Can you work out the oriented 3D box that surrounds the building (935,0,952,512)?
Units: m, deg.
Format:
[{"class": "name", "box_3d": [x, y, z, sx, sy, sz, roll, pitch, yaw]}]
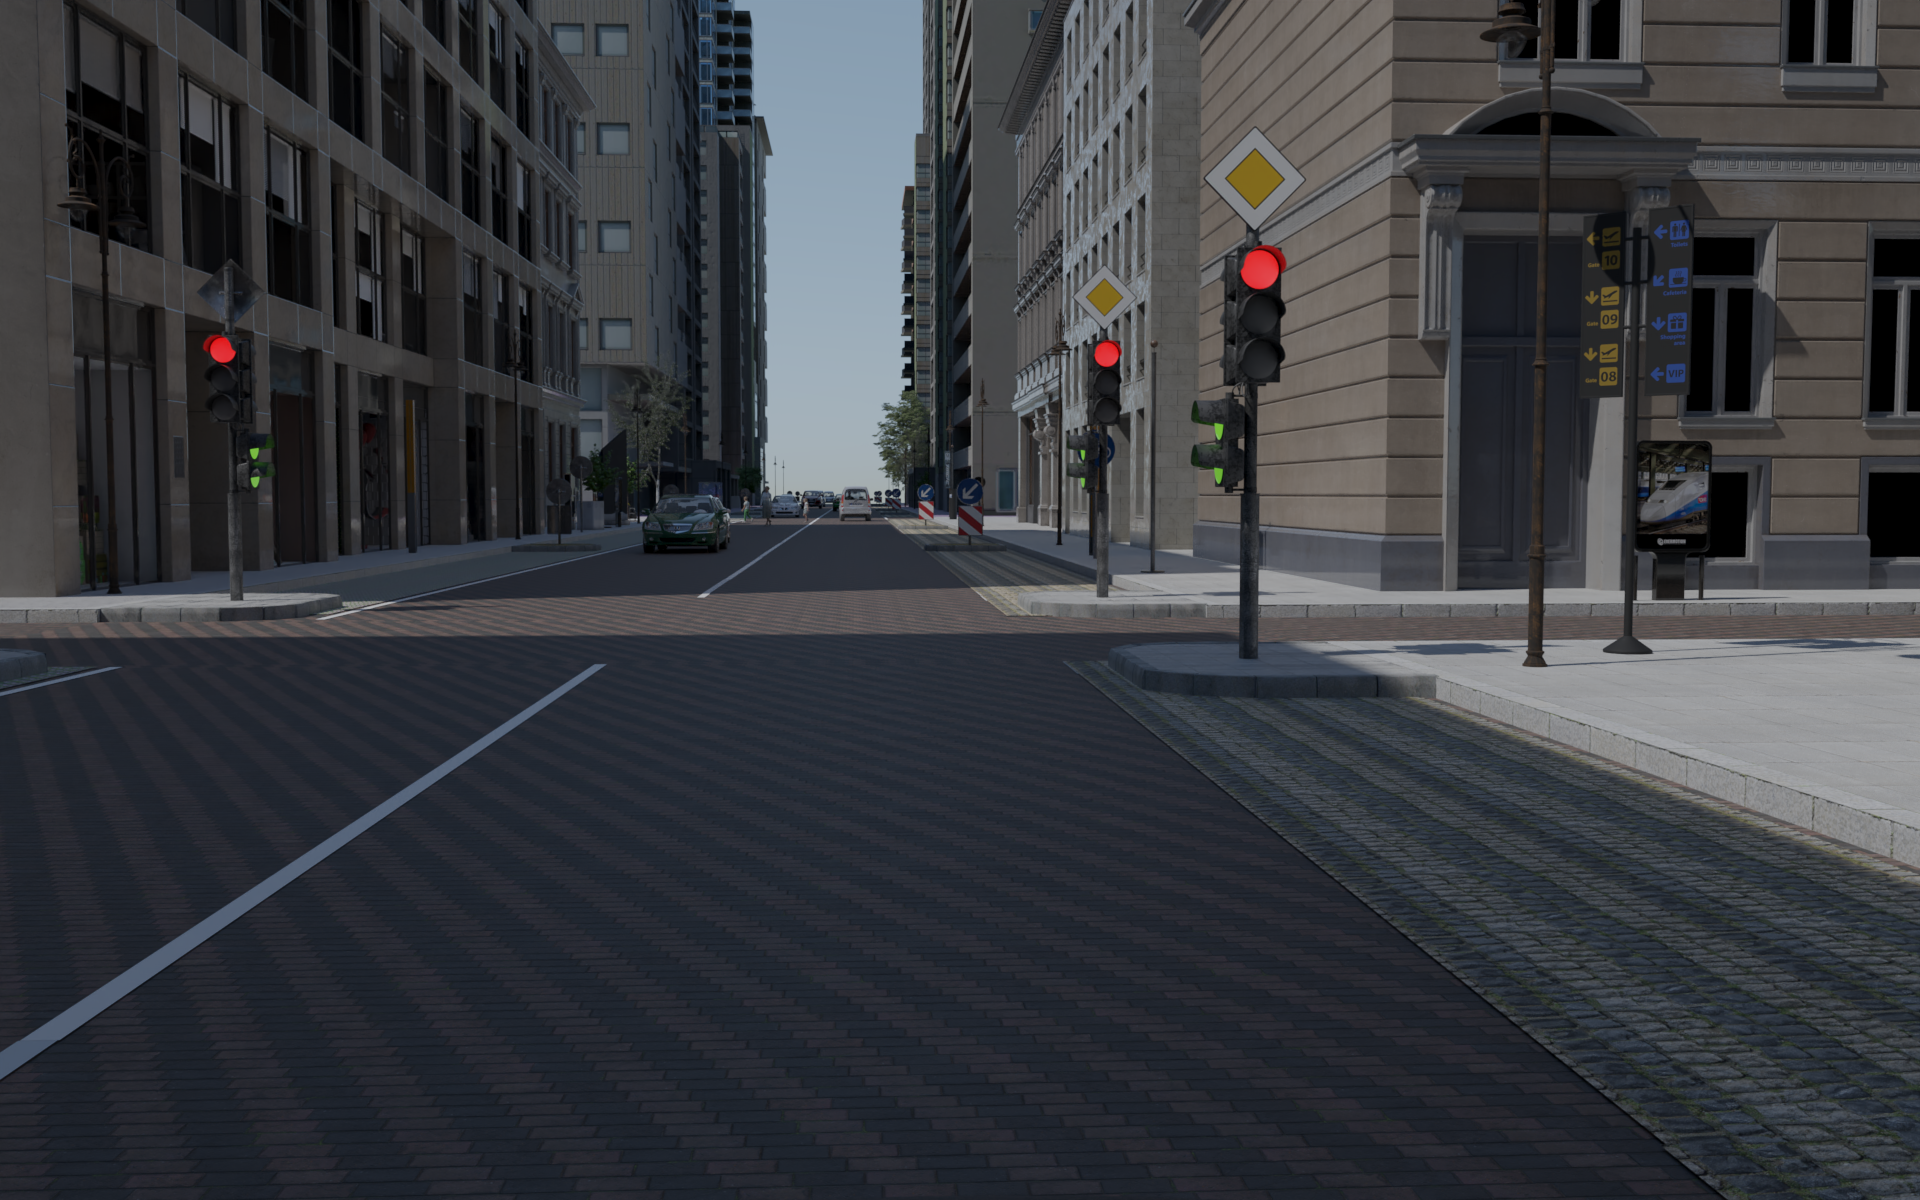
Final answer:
[{"class": "building", "box_3d": [4.878, -28.126, 143.460, 14.154, 41.232, 14.086, 0, 4, -3]}]

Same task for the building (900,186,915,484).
[{"class": "building", "box_3d": [2.951, -35.911, 241.765, 22.147, 44.769, 28.867, 0, 4, -3]}]

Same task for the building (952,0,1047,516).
[{"class": "building", "box_3d": [10.720, -29.813, 111.145, 21.300, 48.544, 21.600, 0, 4, -3]}]

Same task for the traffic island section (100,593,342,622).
[{"class": "traffic island section", "box_3d": [-8.731, 0.086, 20.871, 2.009, 0.180, 2.903, 0, 4, -3]}]

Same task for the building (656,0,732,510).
[{"class": "building", "box_3d": [-28.316, -42.433, 132.038, 20.563, 71.187, 20.611, 0, 4, -3]}]

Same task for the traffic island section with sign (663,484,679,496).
[{"class": "traffic island section with sign", "box_3d": [-11.764, -3.793, 70.639, 1.989, 1.847, 2.006, 0, 4, -3]}]

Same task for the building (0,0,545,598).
[{"class": "building", "box_3d": [-21.828, -14.222, 37.039, 19.350, 26.468, 34.151, 0, 4, -3]}]

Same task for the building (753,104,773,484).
[{"class": "building", "box_3d": [-40.425, -39.634, 237.248, 28.713, 52.752, 27.495, 0, 4, -3]}]

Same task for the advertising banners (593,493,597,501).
[{"class": "advertising banners", "box_3d": [-19.442, -5.858, 91.968, 0.090, 3.025, 2.074, 0, 4, -4]}]

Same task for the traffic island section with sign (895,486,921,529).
[{"class": "traffic island section with sign", "box_3d": [-1.529, -3.799, 70.736, 1.989, 1.847, 2.006, 0, 4, -3]}]

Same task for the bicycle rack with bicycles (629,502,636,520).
[{"class": "bicycle rack with bicycles", "box_3d": [-16.862, -4.310, 83.850, 2.852, 0.926, 2.925, -1, 4, -18]}]

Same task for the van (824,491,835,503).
[{"class": "van", "box_3d": [-17.472, -13.678, 230.651, 2.013, 2.044, 4.112, 0, 4, -4]}]

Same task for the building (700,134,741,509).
[{"class": "building", "box_3d": [-36.456, -28.330, 155.080, 32.217, 40.220, 23.993, 0, 4, -3]}]

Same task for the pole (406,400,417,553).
[{"class": "pole", "box_3d": [-11.905, -2.676, 37.591, 0.158, 3.312, 0.155, 0, 3, 0]}]

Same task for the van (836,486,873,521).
[{"class": "van", "box_3d": [-5.615, -5.237, 92.641, 2.013, 2.044, 4.112, 0, 4, -5]}]

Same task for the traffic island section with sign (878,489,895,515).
[{"class": "traffic island section with sign", "box_3d": [-4.526, -6.815, 120.058, 1.989, 1.847, 2.006, 0, 4, -3]}]

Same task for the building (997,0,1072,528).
[{"class": "building", "box_3d": [7.045, -13.797, 76.492, 10.553, 20.767, 40.483, 0, 4, -3]}]

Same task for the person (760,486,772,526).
[{"class": "person", "box_3d": [-8.651, -4.224, 77.794, 0.478, 1.798, 0.641, 2, 4, 32]}]

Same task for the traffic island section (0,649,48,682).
[{"class": "traffic island section", "box_3d": [-8.247, 0.574, 12.900, 2.009, 0.180, 2.903, 0, 4, -3]}]

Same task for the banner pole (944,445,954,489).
[{"class": "banner pole", "box_3d": [-0.534, -6.012, 88.305, 0.401, 3.779, 0.863, 3, 5, 39]}]

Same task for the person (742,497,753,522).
[{"class": "person", "box_3d": [-10.744, -4.575, 87.548, 0.590, 1.304, 0.306, 1, 4, 14]}]

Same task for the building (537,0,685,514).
[{"class": "building", "box_3d": [-31.744, -31.749, 108.342, 28.713, 52.752, 27.495, 0, 4, -3]}]

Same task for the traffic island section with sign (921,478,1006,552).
[{"class": "traffic island section with sign", "box_3d": [0.101, -2.153, 43.830, 1.989, 1.847, 2.006, 0, 4, -3]}]

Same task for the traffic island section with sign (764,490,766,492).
[{"class": "traffic island section with sign", "box_3d": [-16.361, -8.425, 146.371, 1.989, 1.847, 2.006, 0, 4, -3]}]

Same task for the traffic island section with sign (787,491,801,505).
[{"class": "traffic island section with sign", "box_3d": [-19.697, -11.775, 201.149, 1.989, 1.847, 2.006, 0, 4, -3]}]

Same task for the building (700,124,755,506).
[{"class": "building", "box_3d": [-29.626, -30.750, 186.362, 14.154, 41.232, 14.086, 0, 4, -3]}]

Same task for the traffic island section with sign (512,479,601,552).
[{"class": "traffic island section with sign", "box_3d": [-10.109, -2.139, 43.604, 1.989, 1.847, 2.006, 0, 4, -3]}]

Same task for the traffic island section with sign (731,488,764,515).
[{"class": "traffic island section with sign", "box_3d": [-14.704, -6.752, 119.029, 1.989, 1.847, 2.006, 0, 4, -3]}]

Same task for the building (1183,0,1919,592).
[{"class": "building", "box_3d": [14.860, -14.850, 28.707, 20.117, 28.700, 13.634, 0, 4, -3]}]

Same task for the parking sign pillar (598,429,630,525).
[{"class": "parking sign pillar", "box_3d": [-14.380, -5.082, 71.559, 1.447, 3.967, 1.447, 3, 4, 37]}]

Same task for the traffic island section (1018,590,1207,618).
[{"class": "traffic island section", "box_3d": [1.791, 0.048, 21.503, 2.009, 0.180, 2.903, 0, 4, -3]}]

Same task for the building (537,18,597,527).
[{"class": "building", "box_3d": [-20.940, -13.988, 64.861, 11.583, 22.565, 21.152, 0, 4, -3]}]

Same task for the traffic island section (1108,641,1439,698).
[{"class": "traffic island section", "box_3d": [2.275, 0.535, 13.533, 2.009, 0.180, 2.903, 0, 4, -3]}]

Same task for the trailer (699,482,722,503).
[{"class": "trailer", "box_3d": [-12.025, -4.664, 83.304, 1.471, 1.999, 3.904, 0, 4, -4]}]

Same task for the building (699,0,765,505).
[{"class": "building", "box_3d": [-34.534, -54.719, 207.328, 22.319, 86.520, 31.000, 0, 4, -3]}]

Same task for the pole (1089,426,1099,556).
[{"class": "pole", "box_3d": [2.802, -2.584, 36.093, 0.158, 3.312, 0.155, 0, 3, 0]}]

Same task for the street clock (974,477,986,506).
[{"class": "street clock", "box_3d": [0.800, -4.098, 71.566, 0.471, 2.002, 0.358, 2, 4, 26]}]

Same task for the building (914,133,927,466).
[{"class": "building", "box_3d": [1.722, -31.567, 199.713, 14.154, 41.232, 14.086, 0, 4, -3]}]

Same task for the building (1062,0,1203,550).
[{"class": "building", "box_3d": [9.031, -11.817, 47.956, 10.420, 20.320, 16.860, 0, 4, -3]}]

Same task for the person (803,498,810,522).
[{"class": "person", "box_3d": [-7.710, -4.522, 87.442, 0.382, 1.210, 0.505, -1, 4, -22]}]

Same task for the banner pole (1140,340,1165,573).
[{"class": "banner pole", "box_3d": [3.165, -2.351, 28.451, 0.401, 3.779, 0.863, 0, 4, 3]}]

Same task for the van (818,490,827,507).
[{"class": "van", "box_3d": [-15.792, -11.339, 192.407, 2.013, 2.044, 4.112, 0, 4, -4]}]

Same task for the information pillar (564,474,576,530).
[{"class": "information pillar", "box_3d": [-14.031, -3.532, 62.247, 0.304, 2.012, 0.304, 1, 4, 16]}]
